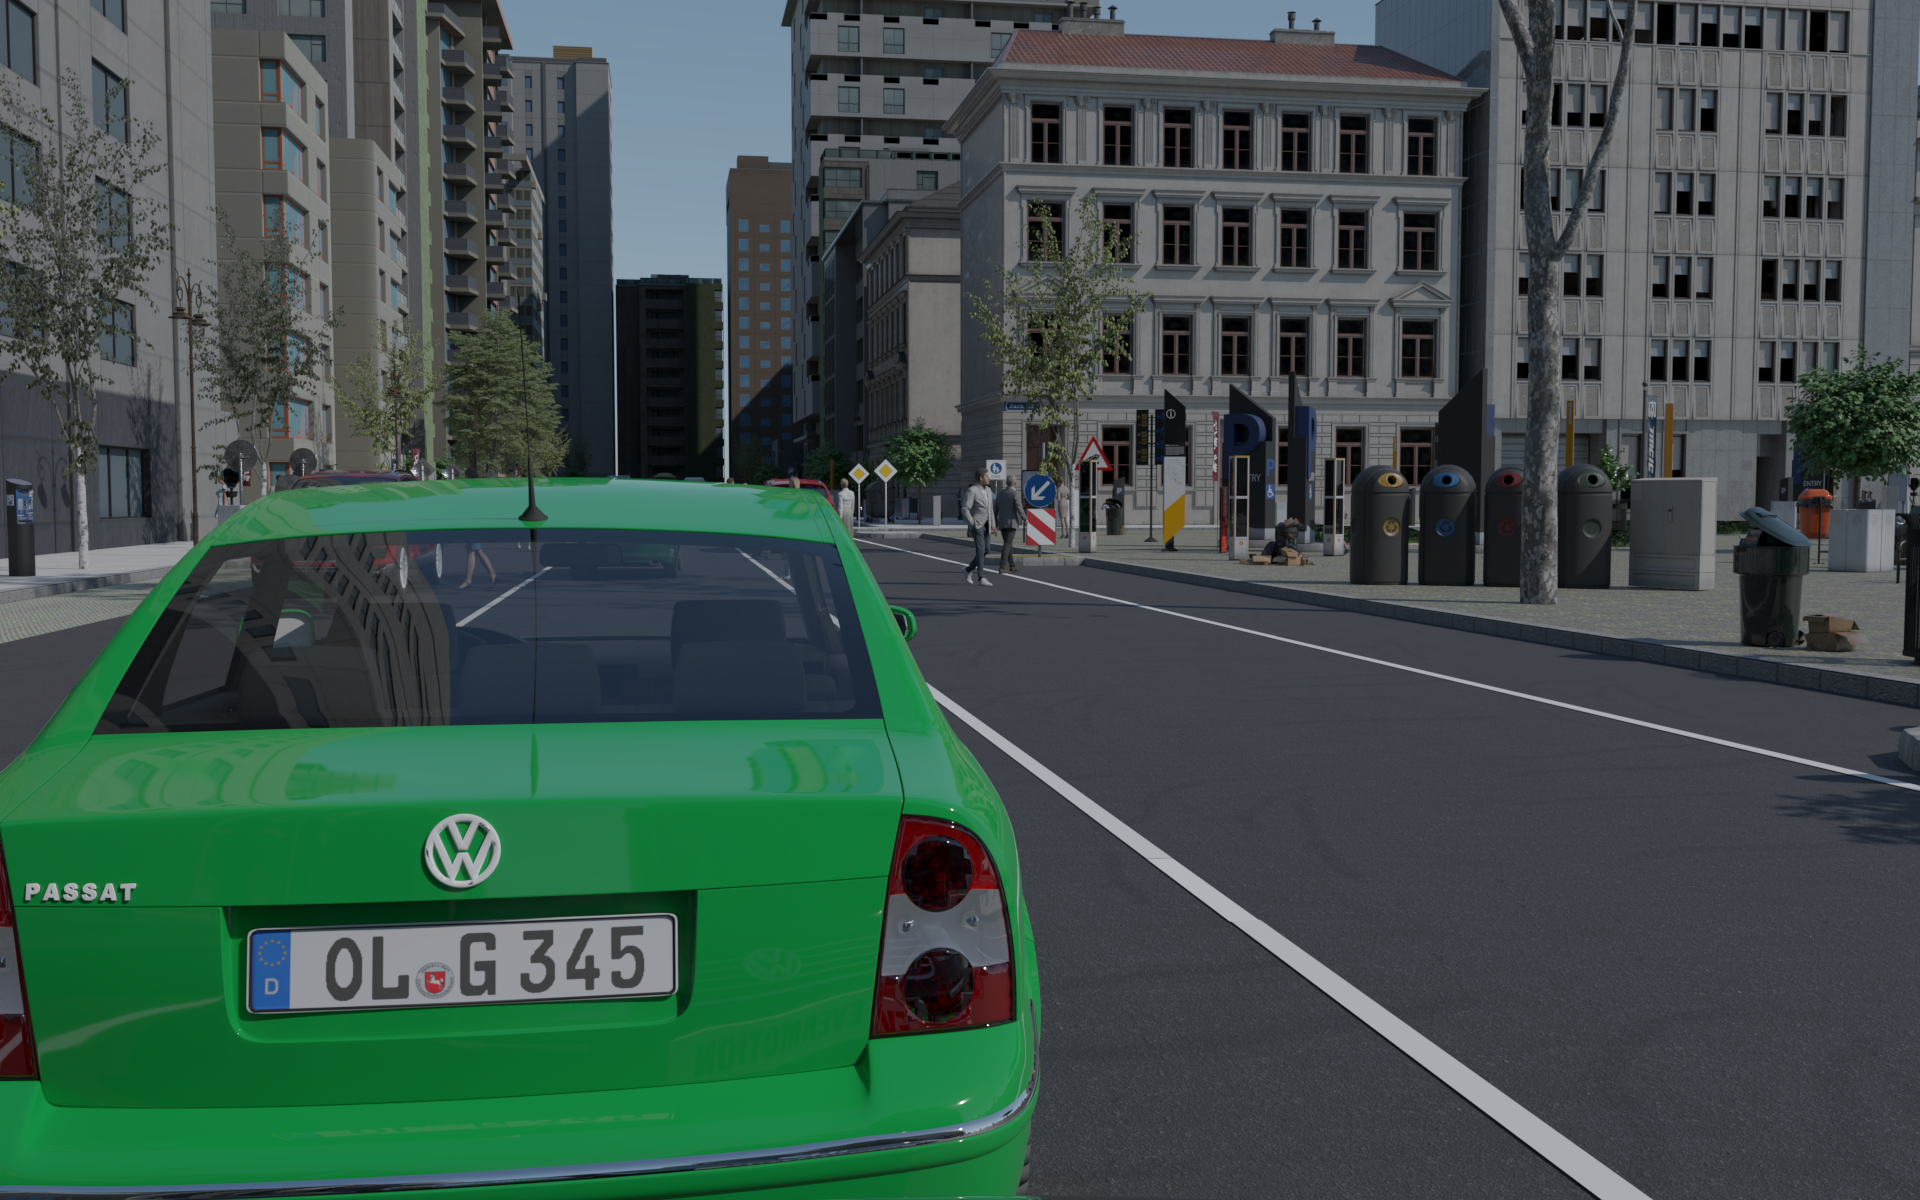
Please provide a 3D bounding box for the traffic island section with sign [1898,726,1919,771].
[{"bbox_3d":[6.003,-0.005,8.706,1.989,1.847,2.006,-1,4,-10],"label":"traffic island section with sign"}]

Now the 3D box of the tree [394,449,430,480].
[{"bbox_3d":[-23.547,-4.882,74.415,1.663,3.219,1.824,0,3,0],"label":"tree"}]

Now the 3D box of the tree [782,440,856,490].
[{"bbox_3d":[-7.949,-7.418,104.992,4.285,4.588,4.351,0,3,0],"label":"tree"}]

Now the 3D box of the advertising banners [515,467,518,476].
[{"bbox_3d":[-28.900,-7.192,113.784,0.090,3.025,2.074,0,4,3],"label":"advertising banners"}]

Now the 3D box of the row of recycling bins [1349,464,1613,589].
[{"bbox_3d":[7.253,-1.050,24.278,3.534,1.692,1.069,1,4,20],"label":"row of recycling bins"}]

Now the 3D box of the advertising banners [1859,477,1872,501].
[{"bbox_3d":[38.624,-4.759,73.996,0.090,3.025,2.074,1,4,12],"label":"advertising banners"}]

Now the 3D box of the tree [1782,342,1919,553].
[{"bbox_3d":[19.629,-3.306,37.772,4.285,4.588,4.351,0,3,0],"label":"tree"}]

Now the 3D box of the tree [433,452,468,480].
[{"bbox_3d":[-39.611,-9.166,133.571,4.285,4.588,4.351,0,3,0],"label":"tree"}]

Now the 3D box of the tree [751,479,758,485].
[{"bbox_3d":[-22.755,-12.105,192.513,1.663,3.219,1.824,0,3,0],"label":"tree"}]

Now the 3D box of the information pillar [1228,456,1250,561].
[{"bbox_3d":[5.375,-1.767,33.378,0.304,2.012,0.304,-1,4,-12],"label":"information pillar"}]

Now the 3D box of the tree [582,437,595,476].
[{"bbox_3d":[-46.578,-16.020,212.289,4.737,8.622,4.395,0,3,0],"label":"tree"}]

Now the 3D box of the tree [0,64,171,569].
[{"bbox_3d":[-15.116,-4.818,29.142,4.360,8.622,3.978,0,3,0],"label":"tree"}]

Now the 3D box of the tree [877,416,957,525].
[{"bbox_3d":[-1.775,-5.420,72.329,4.285,4.588,4.351,0,3,0],"label":"tree"}]

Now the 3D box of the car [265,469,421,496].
[{"bbox_3d":[-9.119,-1.065,26.094,2.281,1.827,5.304,0,4,-8],"label":"car"}]

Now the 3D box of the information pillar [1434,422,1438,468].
[{"bbox_3d":[15.512,-3.955,56.012,0.183,3.616,0.504,-2,4,-24],"label":"information pillar"}]

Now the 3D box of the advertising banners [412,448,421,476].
[{"bbox_3d":[-20.960,-4.231,65.371,0.090,3.025,2.074,1,4,19],"label":"advertising banners"}]

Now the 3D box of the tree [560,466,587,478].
[{"bbox_3d":[-43.354,-12.930,195.115,4.285,4.588,4.351,0,3,0],"label":"tree"}]

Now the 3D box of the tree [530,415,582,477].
[{"bbox_3d":[-35.416,-12.074,147.765,4.737,8.622,4.395,0,3,0],"label":"tree"}]

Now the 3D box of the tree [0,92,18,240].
[{"bbox_3d":[-14.581,-4.442,22.989,4.737,8.622,4.395,0,3,0],"label":"tree"}]

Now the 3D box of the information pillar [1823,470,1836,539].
[{"bbox_3d":[24.822,-2.750,49.453,0.304,2.012,0.304,2,4,34],"label":"information pillar"}]

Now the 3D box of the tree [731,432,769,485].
[{"bbox_3d":[-26.463,-16.198,215.194,4.737,8.622,4.395,0,3,0],"label":"tree"}]

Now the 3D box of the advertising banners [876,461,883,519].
[{"bbox_3d":[-4.217,-5.815,91.258,0.090,3.025,2.074,-1,4,-12],"label":"advertising banners"}]

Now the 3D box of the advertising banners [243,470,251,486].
[{"bbox_3d":[-41.612,-6.336,99.784,2.074,3.025,0.090,0,4,4],"label":"advertising banners"}]

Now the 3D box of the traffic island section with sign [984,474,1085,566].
[{"bbox_3d":[1.383,-1.647,35.551,1.989,1.847,2.006,-1,4,-10],"label":"traffic island section with sign"}]

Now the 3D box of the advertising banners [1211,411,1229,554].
[{"bbox_3d":[5.720,-2.526,37.489,0.090,3.025,2.074,2,4,24],"label":"advertising banners"}]

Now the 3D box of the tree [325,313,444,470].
[{"bbox_3d":[-22.954,-7.305,69.797,4.737,8.622,4.395,0,3,0],"label":"tree"}]

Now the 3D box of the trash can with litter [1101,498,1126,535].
[{"bbox_3d":[4.817,-2.612,54.093,0.624,1.170,1.055,1,4,19],"label":"trash can with litter"}]

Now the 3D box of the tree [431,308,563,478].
[{"bbox_3d":[-28.366,-11.475,105.748,7.486,12.596,7.792,0,3,0],"label":"tree"}]

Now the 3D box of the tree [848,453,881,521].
[{"bbox_3d":[-4.532,-5.375,82.490,1.663,3.219,1.824,0,3,0],"label":"tree"}]

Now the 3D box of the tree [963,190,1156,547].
[{"bbox_3d":[2.462,-5.577,41.547,4.737,8.622,4.395,0,3,0],"label":"tree"}]

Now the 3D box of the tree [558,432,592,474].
[{"bbox_3d":[-45.754,-15.674,206.628,4.360,8.622,3.978,0,3,0],"label":"tree"}]

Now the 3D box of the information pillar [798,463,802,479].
[{"bbox_3d":[-12.177,-8.584,131.697,0.183,3.616,0.504,2,4,26],"label":"information pillar"}]

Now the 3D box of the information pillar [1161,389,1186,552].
[{"bbox_3d":[4.760,-2.887,38.555,0.504,3.616,0.183,0,4,-4],"label":"information pillar"}]

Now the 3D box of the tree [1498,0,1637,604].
[{"bbox_3d":[5.618,-9.965,18.814,12.611,20.169,13.585,0,3,0],"label":"tree"}]

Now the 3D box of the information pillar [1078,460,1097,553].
[{"bbox_3d":[2.769,-2.023,37.566,0.304,2.012,0.304,2,4,29],"label":"information pillar"}]

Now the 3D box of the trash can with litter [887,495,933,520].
[{"bbox_3d":[-2.590,-4.623,86.647,2.233,1.210,1.678,2,4,34],"label":"trash can with litter"}]

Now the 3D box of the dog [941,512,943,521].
[{"bbox_3d":[-0.923,-3.626,76.117,0.406,0.507,0.540,-1,4,-15],"label":"dog"}]

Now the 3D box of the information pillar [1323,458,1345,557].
[{"bbox_3d":[7.691,-1.905,35.631,0.304,2.012,0.304,-3,4,-37],"label":"information pillar"}]

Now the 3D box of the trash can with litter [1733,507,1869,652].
[{"bbox_3d":[7.039,-0.189,14.481,0.624,1.170,1.055,-3,4,-38],"label":"trash can with litter"}]

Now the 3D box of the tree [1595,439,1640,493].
[{"bbox_3d":[22.580,-4.032,60.522,1.663,3.219,1.824,0,3,0],"label":"tree"}]

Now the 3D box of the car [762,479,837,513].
[{"bbox_3d":[-4.275,-2.165,44.069,2.281,1.827,5.304,-1,4,-10],"label":"car"}]

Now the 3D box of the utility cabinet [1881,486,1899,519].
[{"bbox_3d":[27.203,-2.568,50.673,0.318,1.500,1.173,1,4,21],"label":"utility cabinet"}]

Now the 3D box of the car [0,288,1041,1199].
[{"bbox_3d":[-0.998,0.265,4.465,1.959,1.807,4.718,-1,4,-9],"label":"car"}]

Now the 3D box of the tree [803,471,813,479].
[{"bbox_3d":[-10.745,-7.907,123.876,1.663,3.219,1.824,0,3,0],"label":"tree"}]

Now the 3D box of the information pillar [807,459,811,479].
[{"bbox_3d":[-9.316,-7.080,107.114,0.183,3.616,0.504,-3,5,-43],"label":"information pillar"}]

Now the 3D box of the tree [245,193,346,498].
[{"bbox_3d":[-17.320,-5.658,42.870,4.360,8.622,3.978,0,3,0],"label":"tree"}]

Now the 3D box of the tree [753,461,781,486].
[{"bbox_3d":[-18.848,-11.506,171.840,4.285,4.588,4.351,0,3,0],"label":"tree"}]
